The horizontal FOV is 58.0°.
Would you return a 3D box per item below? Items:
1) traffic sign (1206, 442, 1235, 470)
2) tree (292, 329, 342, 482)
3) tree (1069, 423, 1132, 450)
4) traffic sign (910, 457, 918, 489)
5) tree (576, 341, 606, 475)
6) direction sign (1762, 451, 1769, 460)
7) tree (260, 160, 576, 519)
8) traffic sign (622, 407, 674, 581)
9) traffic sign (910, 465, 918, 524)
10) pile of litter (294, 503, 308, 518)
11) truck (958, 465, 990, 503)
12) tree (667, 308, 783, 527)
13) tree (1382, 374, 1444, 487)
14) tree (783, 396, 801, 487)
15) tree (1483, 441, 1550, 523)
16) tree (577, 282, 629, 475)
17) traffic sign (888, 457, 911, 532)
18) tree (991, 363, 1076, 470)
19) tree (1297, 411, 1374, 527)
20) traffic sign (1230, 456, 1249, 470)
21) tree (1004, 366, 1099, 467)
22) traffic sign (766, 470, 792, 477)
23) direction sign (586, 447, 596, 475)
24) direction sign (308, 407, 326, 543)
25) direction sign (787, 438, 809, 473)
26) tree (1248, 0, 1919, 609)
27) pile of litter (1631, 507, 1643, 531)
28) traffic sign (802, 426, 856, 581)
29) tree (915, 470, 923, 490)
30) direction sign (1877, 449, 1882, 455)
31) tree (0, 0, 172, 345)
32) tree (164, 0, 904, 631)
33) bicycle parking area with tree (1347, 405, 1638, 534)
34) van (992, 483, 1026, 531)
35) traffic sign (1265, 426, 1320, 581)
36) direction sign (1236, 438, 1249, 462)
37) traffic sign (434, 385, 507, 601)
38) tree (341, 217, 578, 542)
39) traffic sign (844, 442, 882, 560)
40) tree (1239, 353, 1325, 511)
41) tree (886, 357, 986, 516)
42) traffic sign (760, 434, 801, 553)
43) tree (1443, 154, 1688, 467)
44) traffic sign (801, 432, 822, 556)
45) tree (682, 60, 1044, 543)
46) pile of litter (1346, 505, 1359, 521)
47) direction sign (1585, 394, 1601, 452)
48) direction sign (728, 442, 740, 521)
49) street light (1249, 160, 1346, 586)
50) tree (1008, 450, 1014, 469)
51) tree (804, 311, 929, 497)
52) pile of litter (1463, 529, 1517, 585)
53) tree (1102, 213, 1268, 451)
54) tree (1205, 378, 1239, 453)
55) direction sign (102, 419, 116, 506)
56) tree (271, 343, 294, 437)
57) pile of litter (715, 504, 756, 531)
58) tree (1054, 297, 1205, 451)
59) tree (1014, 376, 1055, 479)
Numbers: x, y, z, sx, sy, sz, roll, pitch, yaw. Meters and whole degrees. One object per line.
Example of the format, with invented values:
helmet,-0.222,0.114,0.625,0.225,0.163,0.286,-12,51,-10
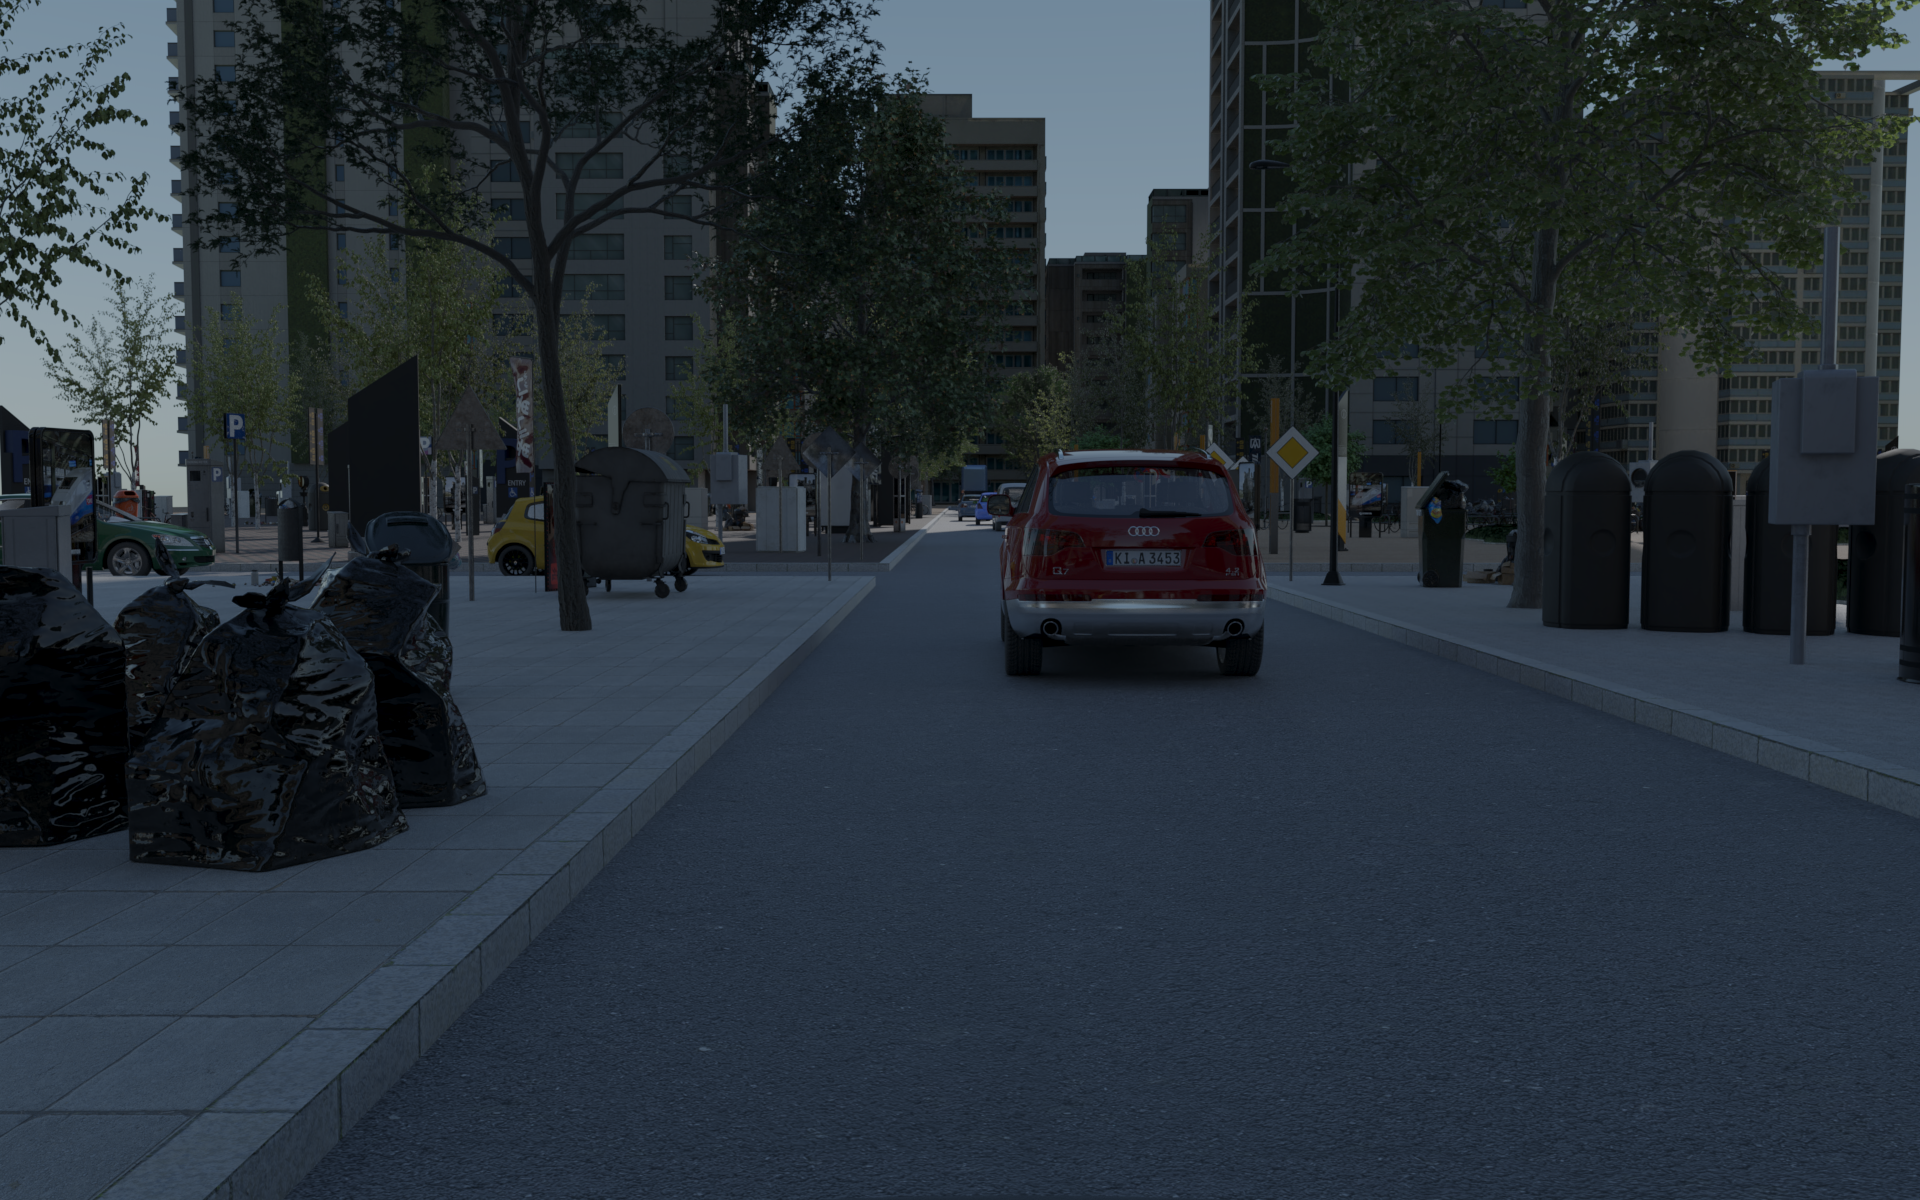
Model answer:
traffic sign,4.893,-1.823,33.449,0.795,2.450,0.064,0,4,0
tree,-19.256,-6.554,57.520,4.360,8.622,3.978,0,3,0
tree,6.458,-5.912,80.375,4.285,4.588,4.351,0,3,0
traffic sign,-3.329,-5.981,91.658,2.265,3.308,0.079,0,4,3
tree,-18.078,-7.907,79.645,4.737,8.622,4.395,0,3,0
direction sign,42.203,-6.007,90.207,0.876,3.537,0.379,1,4,19
tree,-11.753,-5.345,37.748,4.737,8.622,4.395,0,3,0
traffic sign,-4.568,-1.546,25.381,0.768,2.556,0.104,0,4,2
traffic sign,-2.186,-4.588,75.127,0.768,2.556,0.104,0,4,5
pile of litter,-33.610,-4.510,87.703,1.719,0.858,1.176,0,4,-2
truck,1.226,-10.098,154.866,2.967,4.110,18.799,0,4,1
tree,-9.459,-7.155,67.349,4.737,8.622,4.395,0,3,0
tree,28.129,-9.557,106.625,4.360,8.622,3.978,0,3,0
tree,-10.098,-8.458,88.644,4.737,8.622,4.395,0,3,0
tree,20.423,-4.233,63.810,1.663,3.219,1.824,0,3,0
tree,-12.698,-6.469,56.133,4.360,8.622,3.978,0,3,0
traffic sign,-2.019,-3.531,57.834,0.768,2.556,0.104,1,4,9
tree,5.922,-12.921,137.021,9.928,11.665,9.643,0,3,0
tree,14.581,-5.178,68.374,4.285,4.588,4.351,0,3,0
traffic sign,8.580,-3.144,52.586,0.795,2.450,0.064,0,4,4
tree,6.105,-11.679,125.369,8.767,10.594,7.601,-1,4,-22
traffic sign,-5.714,-3.364,54.997,0.884,2.594,0.081,0,4,1
direction sign,-17.759,-5.585,83.307,0.379,3.537,0.876,-3,5,-41
direction sign,-16.992,-3.288,45.759,0.379,3.537,0.876,0,4,3
direction sign,-6.517,-4.753,69.708,0.876,3.537,0.379,0,4,-1
tree,6.846,-6.190,19.331,7.486,12.596,7.792,0,3,0
pile of litter,23.075,-2.801,59.767,1.719,0.858,1.176,0,4,6
traffic sign,-1.920,-1.337,25.500,0.795,2.450,0.064,0,4,0
tree,-3.258,-11.394,136.655,4.737,8.622,4.395,0,3,0
direction sign,45.998,-5.806,86.932,0.379,3.537,0.876,0,4,3
tree,-11.465,-4.238,19.662,4.737,8.622,4.395,0,3,0
tree,-3.960,-4.996,16.095,7.601,10.594,8.767,1,4,9
bicycle parking area with tree,17.529,-4.261,56.668,8.231,4.147,9.016,-1,4,-21
van,2.141,-3.721,67.848,2.013,2.044,4.112,0,4,-1
traffic sign,4.874,-1.335,25.464,0.795,2.450,0.064,0,4,0
direction sign,11.480,-4.736,69.431,0.876,3.537,0.379,1,4,18
traffic sign,-5.870,-1.269,20.755,0.884,2.594,0.081,0,4,2
tree,-13.371,-5.877,46.455,4.360,8.622,3.978,0,3,0
traffic sign,-1.902,-1.825,33.485,0.795,2.450,0.064,0,4,0
tree,16.867,-8.556,90.249,4.360,8.622,3.978,0,3,0
tree,-2.157,-12.063,115.356,7.486,12.596,7.792,0,3,0
traffic sign,-3.906,-2.304,37.670,0.884,2.594,0.081,0,4,3
tree,12.829,-5.257,36.320,4.360,8.622,3.978,0,3,0
traffic sign,-2.904,-2.176,35.676,0.768,2.556,0.104,1,4,8
tree,-2.642,-7.868,45.653,9.611,12.733,9.660,0,3,0
pile of litter,19.014,-4.309,84.425,1.176,0.858,1.719,1,4,13
direction sign,14.440,-2.910,39.582,0.379,3.537,0.876,0,4,1
direction sign,-9.886,-5.128,75.846,0.379,3.537,0.876,-3,5,-40
street light,4.723,-3.163,24.251,1.470,5.913,1.316,0,4,0
tree,6.830,-12.604,156.432,4.360,8.622,3.978,0,3,0
tree,-3.741,-6.965,64.237,4.360,8.622,3.978,0,3,0
pile of litter,7.846,-0.666,24.856,1.176,0.858,1.719,0,4,6
tree,5.952,-5.877,46.455,4.737,8.622,4.395,0,3,0
tree,15.168,-9.539,106.322,4.360,8.622,3.978,0,3,0
direction sign,-26.051,-3.734,53.056,0.379,3.537,0.876,0,4,-5
tree,-28.837,-7.788,77.690,4.360,8.622,3.978,0,3,0
pile of litter,-7.676,-2.842,60.428,1.719,0.858,1.176,1,4,17
tree,6.426,-7.032,65.327,4.360,8.622,3.978,0,3,0
tree,5.473,-8.300,86.075,4.360,8.622,3.978,0,3,0
